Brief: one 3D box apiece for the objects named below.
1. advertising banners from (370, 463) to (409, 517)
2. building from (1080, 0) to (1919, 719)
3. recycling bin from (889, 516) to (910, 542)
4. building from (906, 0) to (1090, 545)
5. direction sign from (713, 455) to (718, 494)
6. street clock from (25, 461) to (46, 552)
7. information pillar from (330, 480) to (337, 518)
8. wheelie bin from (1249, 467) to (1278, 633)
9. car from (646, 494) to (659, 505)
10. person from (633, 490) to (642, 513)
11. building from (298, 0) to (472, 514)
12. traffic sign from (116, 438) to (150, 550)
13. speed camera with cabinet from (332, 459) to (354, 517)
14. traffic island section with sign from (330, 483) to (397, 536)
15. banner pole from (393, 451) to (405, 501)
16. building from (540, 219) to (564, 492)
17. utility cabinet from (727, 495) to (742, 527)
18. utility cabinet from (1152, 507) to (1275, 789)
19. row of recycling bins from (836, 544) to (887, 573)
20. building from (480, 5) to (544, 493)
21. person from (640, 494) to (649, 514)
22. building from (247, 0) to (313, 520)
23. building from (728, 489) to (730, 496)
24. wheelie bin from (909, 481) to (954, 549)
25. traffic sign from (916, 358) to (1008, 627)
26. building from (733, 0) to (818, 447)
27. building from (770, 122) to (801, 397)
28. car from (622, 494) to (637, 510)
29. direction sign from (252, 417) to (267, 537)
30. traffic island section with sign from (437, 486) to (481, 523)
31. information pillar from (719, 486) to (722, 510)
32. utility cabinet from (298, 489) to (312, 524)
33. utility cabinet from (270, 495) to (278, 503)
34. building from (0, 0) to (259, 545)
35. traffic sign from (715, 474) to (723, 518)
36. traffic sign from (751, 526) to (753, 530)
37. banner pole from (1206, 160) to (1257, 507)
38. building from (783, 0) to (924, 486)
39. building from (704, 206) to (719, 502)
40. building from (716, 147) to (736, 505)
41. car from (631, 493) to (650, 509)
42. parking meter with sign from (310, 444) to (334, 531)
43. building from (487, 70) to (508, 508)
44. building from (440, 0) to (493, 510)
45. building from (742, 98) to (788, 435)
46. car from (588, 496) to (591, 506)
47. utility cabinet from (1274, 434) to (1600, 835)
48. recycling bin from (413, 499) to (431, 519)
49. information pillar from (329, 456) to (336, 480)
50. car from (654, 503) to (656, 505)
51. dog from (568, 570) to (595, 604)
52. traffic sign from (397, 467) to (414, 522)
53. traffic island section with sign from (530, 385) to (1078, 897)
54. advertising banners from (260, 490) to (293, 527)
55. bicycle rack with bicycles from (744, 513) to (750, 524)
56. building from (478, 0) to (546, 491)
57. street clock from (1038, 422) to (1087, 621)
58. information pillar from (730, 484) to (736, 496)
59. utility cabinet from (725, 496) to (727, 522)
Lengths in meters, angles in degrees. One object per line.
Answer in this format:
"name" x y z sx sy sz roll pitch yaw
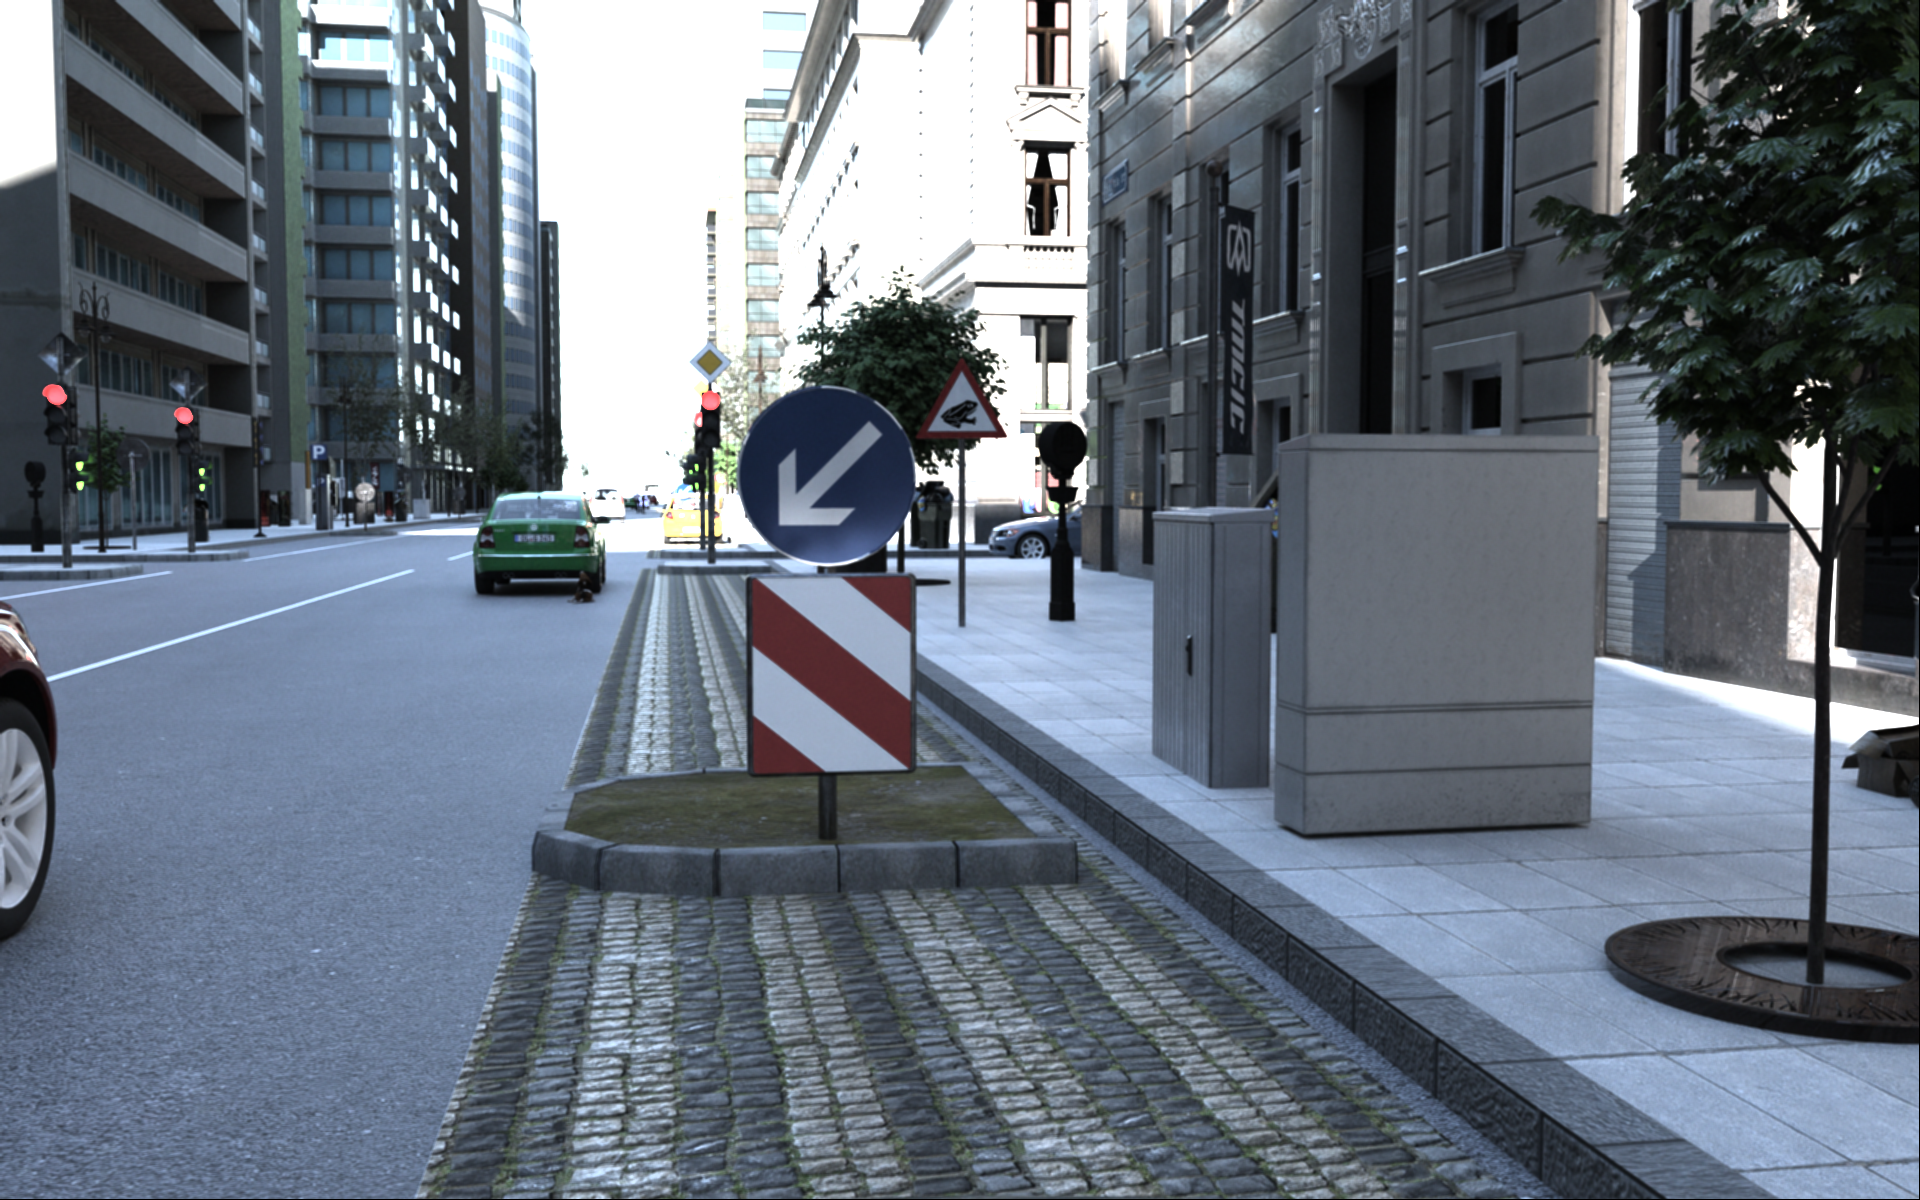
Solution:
"advertising banners" -31.704 -6.117 96.204 2.074 3.025 0.090 0 4 -5
"building" 9.666 -13.507 18.096 12.463 27.353 25.104 -1 4 -10
"recycling bin" -1.695 -2.077 46.517 0.722 1.027 0.722 2 4 23
"building" 8.685 -13.496 49.540 19.941 23.489 11.050 -1 4 -10
"direction sign" -13.559 -6.345 95.742 0.379 3.537 0.876 -3 4 -37
"street clock" -20.456 -2.066 38.352 0.471 2.002 0.358 2 4 34
"information pillar" -33.935 -5.457 93.710 0.304 2.012 0.304 -2 4 -33
"wheelie bin" 3.041 -0.509 16.224 0.693 1.594 0.980 0 4 5
"car" -40.718 -13.397 228.082 2.155 1.783 4.494 0 4 -8
"person" -24.566 -7.489 131.879 0.756 1.711 0.436 -1 4 -21
"building" -48.524 -30.857 124.122 23.786 49.044 30.456 -1 4 -10
"traffic sign" -18.886 -2.413 39.564 0.768 2.556 0.104 0 4 -2
"speed camera with cabinet" -35.069 -6.419 99.283 0.660 3.252 2.038 1 4 21
"traffic island section with sign" -20.571 -3.133 59.857 1.989 1.847 2.006 -1 4 -10
"banner pole" -32.271 -6.699 99.541 0.863 3.779 0.401 1 4 17
"building" -65.210 -34.679 250.589 14.154 41.232 14.086 -1 4 -10
"utility cabinet" -8.714 -3.433 67.295 0.306 1.237 1.020 -1 4 -19
"utility cabinet" 1.144 0.192 8.021 0.306 1.237 1.020 0 4 -8
"row of recycling bins" -1.795 -1.347 29.143 1.069 1.692 3.534 -1 4 -9
"building" -62.084 -40.731 207.955 21.231 58.520 28.212 -1 4 -10
"person" -23.250 -7.066 127.291 0.557 1.426 1.065 -3 5 -44
"building" -39.801 -24.362 81.919 14.154 41.232 14.086 -1 4 -10
"building" -13.401 -45.190 177.104 20.563 71.187 20.611 -1 4 -10
"wheelie bin" -0.554 -1.997 40.557 0.693 1.594 0.980 3 4 36
"traffic sign" 0.018 -1.020 16.686 0.884 2.594 0.081 0 4 0
"building" -9.266 -37.318 152.150 21.231 58.520 28.212 -1 4 -10
"building" -4.347 -18.730 103.497 12.463 27.353 25.104 -1 4 -10
"car" -30.031 -9.042 156.638 1.959 1.807 4.718 -1 4 -10
"direction sign" -20.831 -3.636 51.452 0.379 3.537 0.876 0 4 -5
"traffic island section with sign" -25.186 -4.804 87.181 1.989 1.847 2.006 -1 4 -10
"information pillar" -15.834 -7.542 114.670 0.183 3.616 0.504 -2 4 -25
"utility cabinet" -27.587 -3.929 72.915 0.318 1.500 1.173 -1 4 -10
"utility cabinet" -31.249 -4.094 78.102 1.020 1.237 0.306 1 4 22
"building" -34.855 -26.136 51.028 21.300 48.544 21.600 -1 4 -10
"traffic sign" -12.887 -5.739 93.931 0.768 2.556 0.104 0 4 -6
"traffic sign" -7.484 -3.806 62.334 0.768 2.556 0.104 0 4 -2
"banner pole" 2.051 -1.423 13.278 0.401 3.779 0.863 3 4 38
"building" 1.290 -14.875 76.491 16.112 22.955 30.059 -1 4 -10
"building" -26.910 -36.978 259.218 22.147 44.769 28.867 -1 4 -10
"building" -22.036 -32.072 207.973 14.154 41.232 14.086 -1 4 -10
"car" -31.141 -9.729 168.656 1.945 1.707 3.694 0 4 -8
"parking meter with sign" -22.670 -4.000 61.666 0.543 3.016 1.738 -1 4 -12
"building" -50.187 -29.205 161.093 14.154 41.232 14.086 -1 4 -10
"building" -47.750 -30.389 146.965 14.600 45.320 14.200 -1 4 -10
"building" -9.366 -21.963 130.793 14.160 30.474 14.107 -1 4 -10
"car" -35.790 -9.831 170.954 2.015 1.641 3.980 -1 4 -9
"utility cabinet" 1.816 0.125 6.639 1.173 1.500 0.318 -1 4 -11
"recycling bin" -27.524 -4.649 88.562 0.722 1.027 0.722 0 4 -3
"information pillar" -38.813 -7.085 107.192 0.183 3.616 0.504 1 4 22
"car" -41.941 -13.578 234.006 2.014 1.417 4.499 -1 4 -9
"dog" -5.092 -0.175 23.062 0.550 0.427 0.748 2 4 27
"traffic sign" -25.719 -4.908 80.348 0.768 2.556 0.104 0 4 -5
"traffic island section with sign" -0.712 0.094 7.096 1.989 1.847 2.006 -1 4 -10
"advertising banners" -27.399 -4.403 68.172 2.074 3.025 0.090 -2 4 -29
"bicycle rack with bicycles" -8.183 -3.786 75.276 2.852 0.926 2.925 -1 4 -17
"building" -66.660 -48.517 231.508 20.563 71.187 20.611 -1 4 -10
"street clock" 1.036 -0.793 17.531 0.471 2.002 0.358 -3 4 -38
"information pillar" -13.922 -6.220 106.196 0.304 2.012 0.304 0 4 1
"utility cabinet" -10.788 -4.254 80.707 0.306 1.237 1.020 0 4 -4
